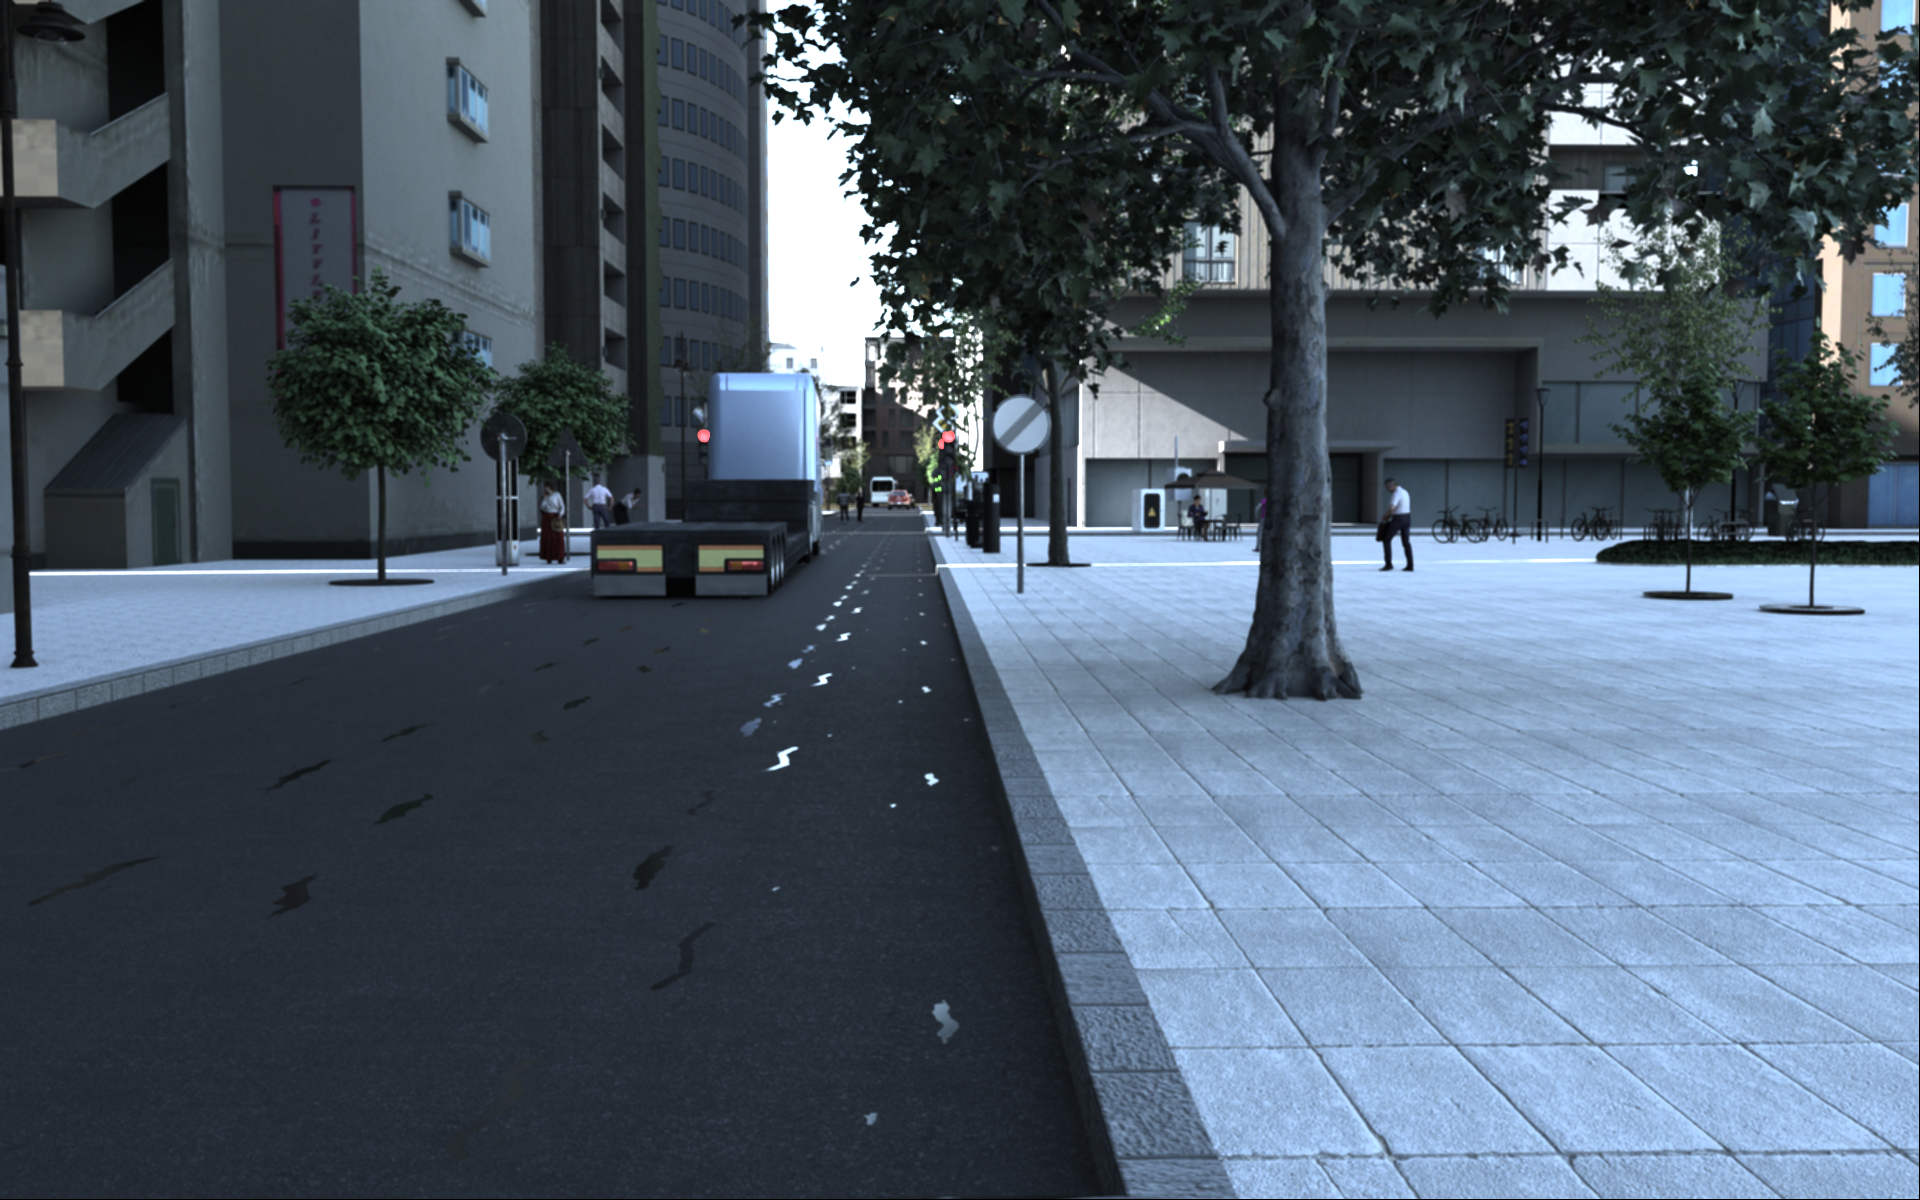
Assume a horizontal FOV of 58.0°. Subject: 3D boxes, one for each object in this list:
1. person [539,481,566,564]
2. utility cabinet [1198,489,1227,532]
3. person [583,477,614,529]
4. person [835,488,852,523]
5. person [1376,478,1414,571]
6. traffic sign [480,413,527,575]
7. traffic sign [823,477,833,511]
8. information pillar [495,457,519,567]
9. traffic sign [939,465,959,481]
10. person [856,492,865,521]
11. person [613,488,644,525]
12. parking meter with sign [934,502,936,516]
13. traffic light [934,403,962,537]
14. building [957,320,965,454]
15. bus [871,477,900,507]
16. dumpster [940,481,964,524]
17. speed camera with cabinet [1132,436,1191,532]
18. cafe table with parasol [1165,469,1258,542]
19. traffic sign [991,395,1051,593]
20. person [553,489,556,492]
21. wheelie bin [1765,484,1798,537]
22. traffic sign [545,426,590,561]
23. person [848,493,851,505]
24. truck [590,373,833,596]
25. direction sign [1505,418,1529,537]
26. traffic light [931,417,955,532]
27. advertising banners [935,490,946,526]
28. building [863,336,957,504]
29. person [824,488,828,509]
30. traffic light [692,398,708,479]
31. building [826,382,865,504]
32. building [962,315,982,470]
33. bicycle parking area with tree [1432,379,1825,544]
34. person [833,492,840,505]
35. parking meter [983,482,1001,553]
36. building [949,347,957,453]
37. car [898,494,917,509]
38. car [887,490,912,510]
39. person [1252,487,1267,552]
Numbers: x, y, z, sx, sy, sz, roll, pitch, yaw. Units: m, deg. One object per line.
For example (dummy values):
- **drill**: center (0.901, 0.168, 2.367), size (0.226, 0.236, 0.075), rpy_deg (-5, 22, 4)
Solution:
- **person**: center (-7.462, -1.421, 31.737), size (0.523, 1.526, 0.387), rpy_deg (1, 4, 9)
- **utility cabinet**: center (8.588, -3.066, 58.812), size (1.173, 1.500, 0.318), rpy_deg (-3, 5, -43)
- **person**: center (-9.196, -2.276, 44.201), size (0.756, 1.711, 0.436), rpy_deg (0, 4, 2)
- **person**: center (-5.750, -4.691, 85.920), size (0.841, 1.734, 0.376), rpy_deg (0, 4, -1)
- **person**: center (7.251, -1.260, 28.856), size (0.590, 1.554, 0.614), rpy_deg (3, 4, 36)
- **traffic sign**: center (-7.187, -1.661, 27.256), size (0.768, 2.556, 0.104), rpy_deg (0, 4, 8)
- **traffic sign**: center (-9.767, -7.848, 128.427), size (0.768, 2.556, 0.104), rpy_deg (0, 4, 1)
- **information pillar**: center (-8.044, -1.606, 30.744), size (0.304, 2.012, 0.304), rpy_deg (1, 4, 13)
- **traffic sign**: center (-0.425, -4.123, 67.522), size (0.768, 2.556, 0.104), rpy_deg (0, 4, 8)
- **person**: center (-5.260, -4.952, 91.735), size (0.482, 1.546, 0.388), rpy_deg (-2, 4, -28)
- **person**: center (-7.972, -1.989, 41.752), size (0.799, 1.438, 0.628), rpy_deg (0, 4, -2)
- **parking meter with sign**: center (-0.960, -6.312, 99.462), size (0.543, 3.016, 1.738), rpy_deg (-2, 4, -29)
- **traffic light**: center (-0.361, -3.806, 51.145), size (0.839, 4.253, 0.868), rpy_deg (0, 4, -1)
- **building**: center (8.409, -19.204, 180.451), size (16.747, 18.905, 31.486), rpy_deg (0, 4, -1)
- **bus**: center (-8.424, -12.240, 194.991), size (2.948, 3.499, 13.247), rpy_deg (0, 3, 0)
- **dumpster**: center (-0.397, -4.265, 75.499), size (1.264, 1.857, 1.865), rpy_deg (0, 4, -1)
- **speed camera with cabinet**: center (6.868, -3.948, 58.892), size (2.038, 3.252, 0.660), rpy_deg (-2, 4, -26)
- **cafe table with parasol**: center (6.823, -2.584, 47.119), size (2.610, 1.966, 2.610), rpy_deg (3, 4, 38)
- **traffic sign**: center (0.783, -1.360, 22.334), size (0.768, 2.556, 0.104), rpy_deg (0, 4, 5)
- **person**: center (-12.048, -2.564, 51.207), size (0.726, 1.434, 0.776), rpy_deg (-2, 4, -25)
- **wheelie bin**: center (24.834, -2.725, 52.462), size (0.980, 1.594, 0.693), rpy_deg (-1, 4, -9)
- **traffic sign**: center (-7.533, -2.031, 33.218), size (0.884, 2.594, 0.081), rpy_deg (0, 4, 4)
- **person**: center (-13.439, -12.173, 208.257), size (0.799, 1.438, 0.628), rpy_deg (-2, 4, -30)
- **truck**: center (-4.169, -2.630, 32.755), size (2.967, 4.110, 18.799), rpy_deg (0, 4, -2)
- **direction sign**: center (16.644, -3.660, 51.846), size (0.379, 3.537, 0.876), rpy_deg (-2, 4, -29)
- **traffic light**: center (-0.568, -4.294, 59.127), size (0.839, 4.253, 0.868), rpy_deg (0, 4, -1)
- **advertising banners**: center (-0.668, -4.474, 69.333), size (0.090, 3.025, 2.074), rpy_deg (1, 4, 17)
- **building**: center (3.535, -23.919, 235.043), size (32.646, 21.610, 27.936), rpy_deg (0, 4, -1)
- **person**: center (-11.199, -8.517, 145.300), size (0.705, 1.824, 1.348), rpy_deg (0, 4, 8)
- **traffic light**: center (-7.460, -3.794, 50.946), size (0.839, 4.253, 0.868), rpy_deg (0, 4, -1)
- **building**: center (-28.572, -22.141, 228.458), size (31.486, 18.905, 16.747), rpy_deg (0, 4, -1)
- **building**: center (8.413, -18.484, 158.635), size (16.016, 20.091, 11.380), rpy_deg (0, 4, -1)
- **bicycle parking area with tree**: center (17.478, -3.560, 45.203), size (9.016, 4.147, 8.231), rpy_deg (-2, 4, -31)
- **person**: center (-14.335, -12.102, 203.919), size (1.348, 1.823, 0.705), rpy_deg (2, 4, 29)
- **parking meter**: center (0.688, -1.796, 37.769), size (0.372, 1.533, 0.369), rpy_deg (0, 3, 0)
- **building**: center (6.788, -21.122, 201.771), size (16.016, 20.091, 11.380), rpy_deg (0, 4, -1)
- **car**: center (-5.304, -9.907, 171.765), size (2.009, 1.686, 4.222), rpy_deg (0, 4, 0)
- **car**: center (-5.596, -9.207, 159.208), size (2.281, 1.827, 5.304), rpy_deg (0, 4, -1)
- **person**: center (6.386, -1.671, 36.595), size (0.726, 1.435, 0.776), rpy_deg (-2, 4, -26)
